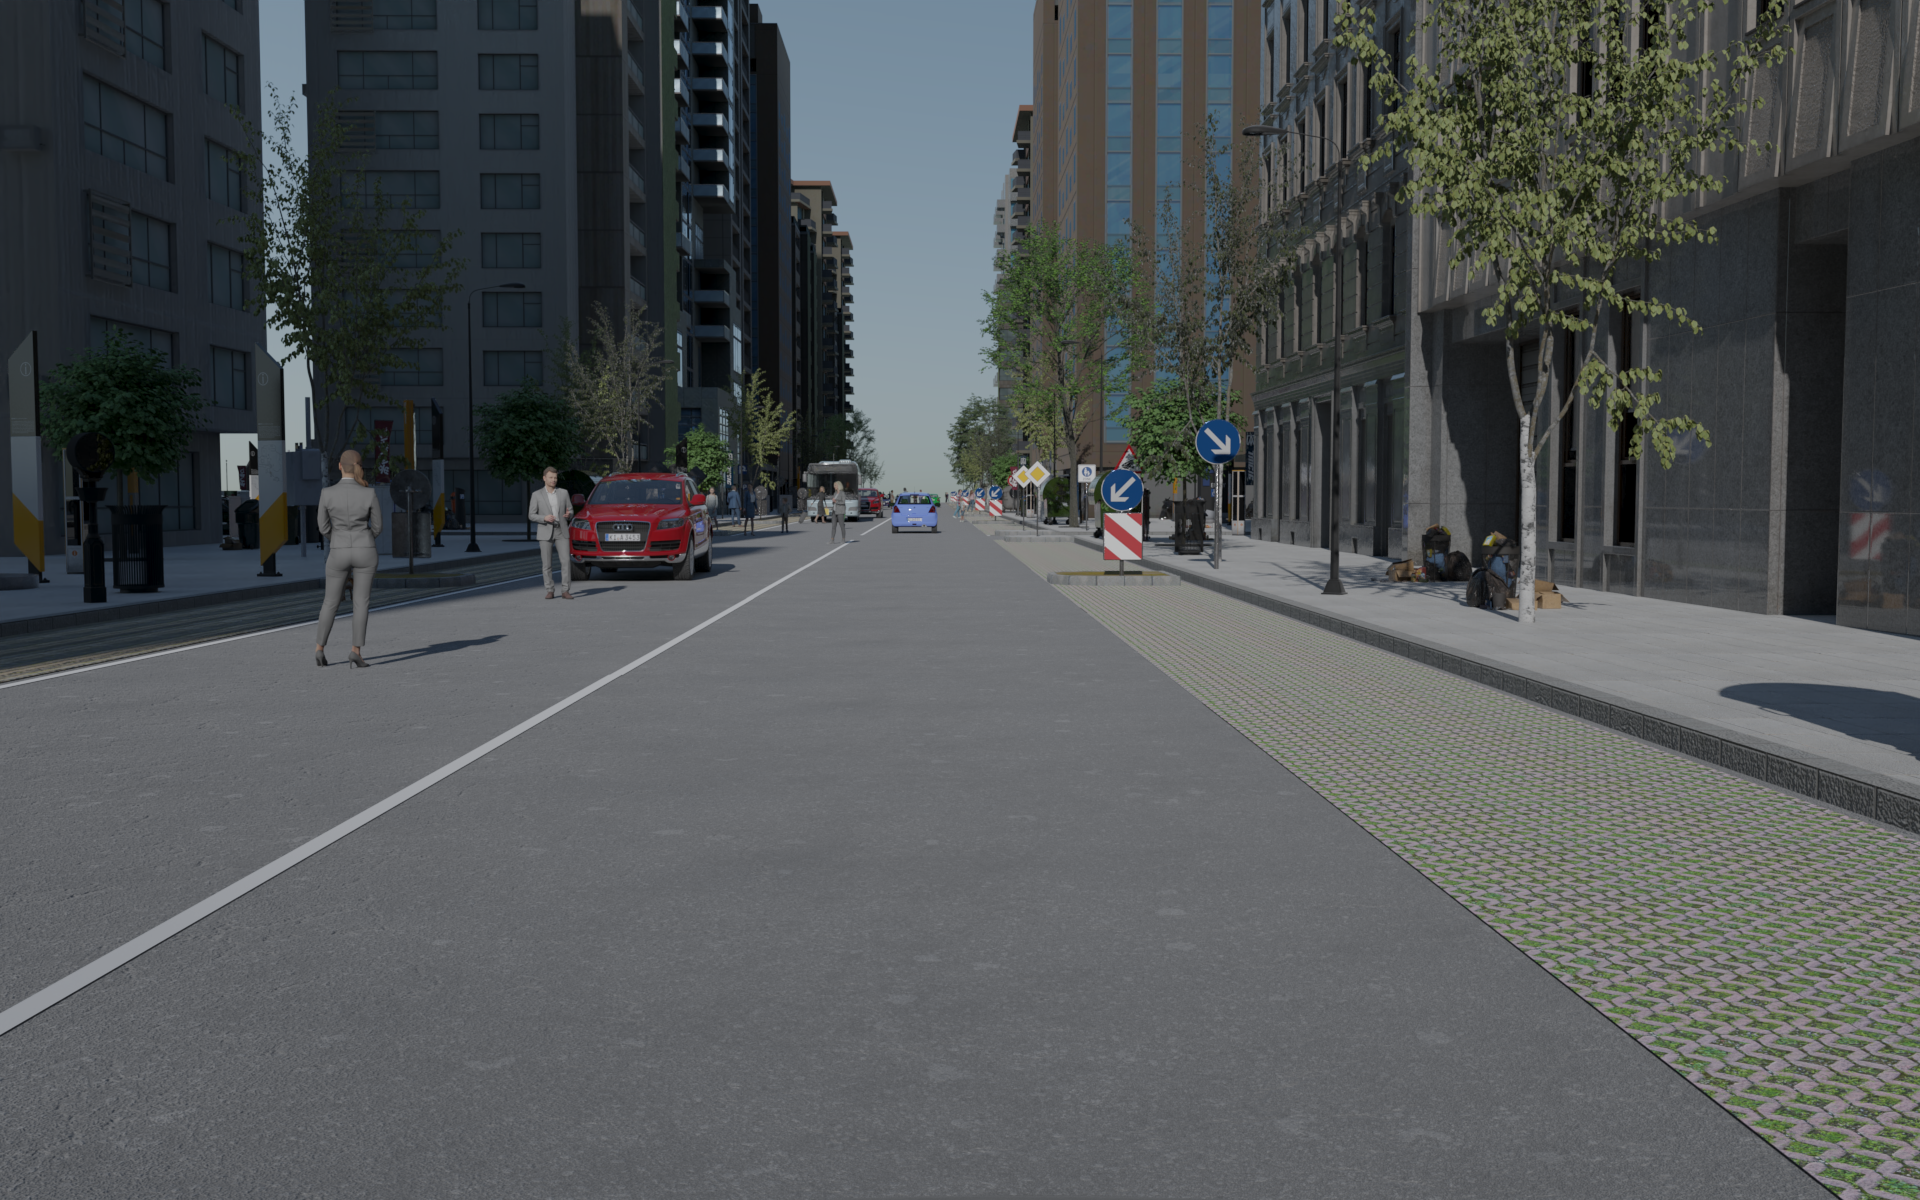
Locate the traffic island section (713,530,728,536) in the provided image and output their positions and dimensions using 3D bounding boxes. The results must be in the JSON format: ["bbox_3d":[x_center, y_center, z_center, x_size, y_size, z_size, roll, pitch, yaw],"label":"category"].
[{"bbox_3d":[-9.198,-2.326,60.317,2.009,0.180,2.903,0,4,-1],"label":"traffic island section"}]

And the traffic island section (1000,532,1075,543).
[{"bbox_3d":[2.364,-1.848,52.501,2.009,0.180,2.903,0,4,-1],"label":"traffic island section"}]

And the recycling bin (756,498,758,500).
[{"bbox_3d":[-13.489,-6.063,111.678,0.722,1.027,0.722,-2,4,-28],"label":"recycling bin"}]

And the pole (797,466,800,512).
[{"bbox_3d":[-11.808,-8.123,126.659,0.158,3.312,0.155,0,3,0],"label":"pole"}]

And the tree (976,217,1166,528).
[{"bbox_3d":[4.207,-8.577,65.986,9.928,11.665,9.643,0,3,0],"label":"tree"}]

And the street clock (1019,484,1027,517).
[{"bbox_3d":[3.548,-5.713,97.976,0.358,2.002,0.471,3,5,42],"label":"street clock"}]

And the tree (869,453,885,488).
[{"bbox_3d":[-14.520,-18.949,260.174,4.360,8.622,3.978,0,3,0],"label":"tree"}]

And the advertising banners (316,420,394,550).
[{"bbox_3d":[-14.055,-2.700,40.328,0.090,3.025,2.074,3,4,37],"label":"advertising banners"}]

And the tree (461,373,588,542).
[{"bbox_3d":[-11.844,-3.877,47.103,4.285,4.588,4.351,0,3,0],"label":"tree"}]

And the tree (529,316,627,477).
[{"bbox_3d":[-15.603,-7.387,71.141,4.737,8.622,4.395,0,3,0],"label":"tree"}]

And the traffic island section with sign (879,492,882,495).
[{"bbox_3d":[-12.398,-15.977,269.854,1.989,1.847,2.006,0,4,-1],"label":"traffic island section with sign"}]

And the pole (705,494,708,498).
[{"bbox_3d":[-14.940,-6.618,102.047,0.158,3.312,0.155,0,3,0],"label":"pole"}]

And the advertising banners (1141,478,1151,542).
[{"bbox_3d":[5.009,-3.099,46.862,0.090,3.025,2.074,1,4,13],"label":"advertising banners"}]

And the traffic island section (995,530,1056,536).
[{"bbox_3d":[2.242,-2.337,60.486,2.009,0.180,2.903,0,4,-1],"label":"traffic island section"}]

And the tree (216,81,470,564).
[{"bbox_3d":[-11.401,-4.961,31.471,4.737,8.622,4.395,0,3,0],"label":"tree"}]

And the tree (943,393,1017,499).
[{"bbox_3d":[2.768,-19.094,218.839,9.857,13.997,8.962,0,3,0],"label":"tree"}]

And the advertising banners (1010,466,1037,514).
[{"bbox_3d":[4.201,-6.942,109.697,2.074,3.025,0.090,0,4,6],"label":"advertising banners"}]

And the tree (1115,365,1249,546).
[{"bbox_3d":[5.479,-3.622,42.929,4.285,4.588,4.351,0,3,0],"label":"tree"}]

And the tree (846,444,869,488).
[{"bbox_3d":[-14.710,-17.310,233.375,4.360,8.622,3.978,0,3,0],"label":"tree"}]

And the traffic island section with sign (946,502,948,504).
[{"bbox_3d":[-0.856,-14.304,242.494,1.989,1.847,2.006,0,4,-1],"label":"traffic island section with sign"}]

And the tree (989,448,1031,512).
[{"bbox_3d":[3.681,-8.535,123.256,4.285,4.588,4.351,0,3,0],"label":"tree"}]

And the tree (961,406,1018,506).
[{"bbox_3d":[2.938,-11.834,143.845,4.360,8.622,3.978,0,3,0],"label":"tree"}]

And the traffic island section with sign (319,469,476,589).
[{"bbox_3d":[-8.693,-1.126,27.044,1.989,1.847,2.006,0,4,-1],"label":"traffic island section with sign"}]

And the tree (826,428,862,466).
[{"bbox_3d":[-13.114,-14.879,193.638,4.737,8.622,4.395,0,3,0],"label":"tree"}]

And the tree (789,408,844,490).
[{"bbox_3d":[-12.866,-12.209,149.982,4.360,8.622,3.978,0,3,0],"label":"tree"}]

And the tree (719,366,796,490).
[{"bbox_3d":[-11.819,-9.134,99.706,4.737,8.622,4.395,0,3,0],"label":"tree"}]

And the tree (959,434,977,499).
[{"bbox_3d":[2.118,-15.758,208.012,4.737,8.622,4.395,0,3,0],"label":"tree"}]

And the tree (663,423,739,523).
[{"bbox_3d":[-11.604,-5.785,78.293,4.285,4.588,4.351,0,3,0],"label":"tree"}]

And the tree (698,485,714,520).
[{"bbox_3d":[-12.764,-5.560,85.515,1.663,3.219,1.824,0,3,0],"label":"tree"}]

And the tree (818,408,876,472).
[{"bbox_3d":[-13.580,-17.273,208.169,9.928,11.665,9.643,0,3,0],"label":"tree"}]

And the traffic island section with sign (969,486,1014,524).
[{"bbox_3d":[1.571,-4.543,82.904,1.989,1.847,2.006,0,4,-1],"label":"traffic island section with sign"}]

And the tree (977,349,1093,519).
[{"bbox_3d":[4.204,-8.359,87.031,4.737,8.622,4.395,0,3,0],"label":"tree"}]

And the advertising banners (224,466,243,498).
[{"bbox_3d":[-27.771,-4.152,64.067,2.074,3.025,0.090,-1,4,-19],"label":"advertising banners"}]

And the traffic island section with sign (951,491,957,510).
[{"bbox_3d":[0.391,-9.266,160.127,1.989,1.847,2.006,0,4,-1],"label":"traffic island section with sign"}]

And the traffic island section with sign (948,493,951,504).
[{"bbox_3d":[-0.021,-10.939,187.477,1.989,1.847,2.006,0,4,-1],"label":"traffic island section with sign"}]

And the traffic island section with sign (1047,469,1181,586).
[{"bbox_3d":[2.418,-1.172,27.794,1.989,1.847,2.006,0,4,-1],"label":"traffic island section with sign"}]

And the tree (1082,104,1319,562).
[{"bbox_3d":[4.743,-5.046,32.860,4.360,8.622,3.978,0,3,0],"label":"tree"}]

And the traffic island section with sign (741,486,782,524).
[{"bbox_3d":[-9.551,-4.562,83.219,1.989,1.847,2.006,0,4,-1],"label":"traffic island section with sign"}]

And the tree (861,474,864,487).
[{"bbox_3d":[-14.089,-14.692,223.928,4.285,4.588,4.351,0,3,0],"label":"tree"}]

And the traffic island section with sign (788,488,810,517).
[{"bbox_3d":[-9.973,-6.211,110.171,1.989,1.847,2.006,0,4,-1],"label":"traffic island section with sign"}]

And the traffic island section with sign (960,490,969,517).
[{"bbox_3d":[1.146,-6.220,110.330,1.989,1.847,2.006,0,4,-1],"label":"traffic island section with sign"}]

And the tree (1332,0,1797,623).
[{"bbox_3d":[5.634,-4.065,16.826,4.737,8.622,4.395,0,3,0],"label":"tree"}]

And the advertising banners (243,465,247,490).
[{"bbox_3d":[-42.893,-6.684,105.477,2.074,3.025,0.090,-1,4,-16],"label":"advertising banners"}]

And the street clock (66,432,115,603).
[{"bbox_3d":[-10.226,-0.969,20.421,0.358,2.002,0.471,3,4,38],"label":"street clock"}]

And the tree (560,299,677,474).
[{"bbox_3d":[-12.646,-6.982,64.513,4.360,8.622,3.978,0,3,0],"label":"tree"}]

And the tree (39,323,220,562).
[{"bbox_3d":[-16.121,-3.040,33.417,4.285,4.588,4.351,0,3,0],"label":"tree"}]
